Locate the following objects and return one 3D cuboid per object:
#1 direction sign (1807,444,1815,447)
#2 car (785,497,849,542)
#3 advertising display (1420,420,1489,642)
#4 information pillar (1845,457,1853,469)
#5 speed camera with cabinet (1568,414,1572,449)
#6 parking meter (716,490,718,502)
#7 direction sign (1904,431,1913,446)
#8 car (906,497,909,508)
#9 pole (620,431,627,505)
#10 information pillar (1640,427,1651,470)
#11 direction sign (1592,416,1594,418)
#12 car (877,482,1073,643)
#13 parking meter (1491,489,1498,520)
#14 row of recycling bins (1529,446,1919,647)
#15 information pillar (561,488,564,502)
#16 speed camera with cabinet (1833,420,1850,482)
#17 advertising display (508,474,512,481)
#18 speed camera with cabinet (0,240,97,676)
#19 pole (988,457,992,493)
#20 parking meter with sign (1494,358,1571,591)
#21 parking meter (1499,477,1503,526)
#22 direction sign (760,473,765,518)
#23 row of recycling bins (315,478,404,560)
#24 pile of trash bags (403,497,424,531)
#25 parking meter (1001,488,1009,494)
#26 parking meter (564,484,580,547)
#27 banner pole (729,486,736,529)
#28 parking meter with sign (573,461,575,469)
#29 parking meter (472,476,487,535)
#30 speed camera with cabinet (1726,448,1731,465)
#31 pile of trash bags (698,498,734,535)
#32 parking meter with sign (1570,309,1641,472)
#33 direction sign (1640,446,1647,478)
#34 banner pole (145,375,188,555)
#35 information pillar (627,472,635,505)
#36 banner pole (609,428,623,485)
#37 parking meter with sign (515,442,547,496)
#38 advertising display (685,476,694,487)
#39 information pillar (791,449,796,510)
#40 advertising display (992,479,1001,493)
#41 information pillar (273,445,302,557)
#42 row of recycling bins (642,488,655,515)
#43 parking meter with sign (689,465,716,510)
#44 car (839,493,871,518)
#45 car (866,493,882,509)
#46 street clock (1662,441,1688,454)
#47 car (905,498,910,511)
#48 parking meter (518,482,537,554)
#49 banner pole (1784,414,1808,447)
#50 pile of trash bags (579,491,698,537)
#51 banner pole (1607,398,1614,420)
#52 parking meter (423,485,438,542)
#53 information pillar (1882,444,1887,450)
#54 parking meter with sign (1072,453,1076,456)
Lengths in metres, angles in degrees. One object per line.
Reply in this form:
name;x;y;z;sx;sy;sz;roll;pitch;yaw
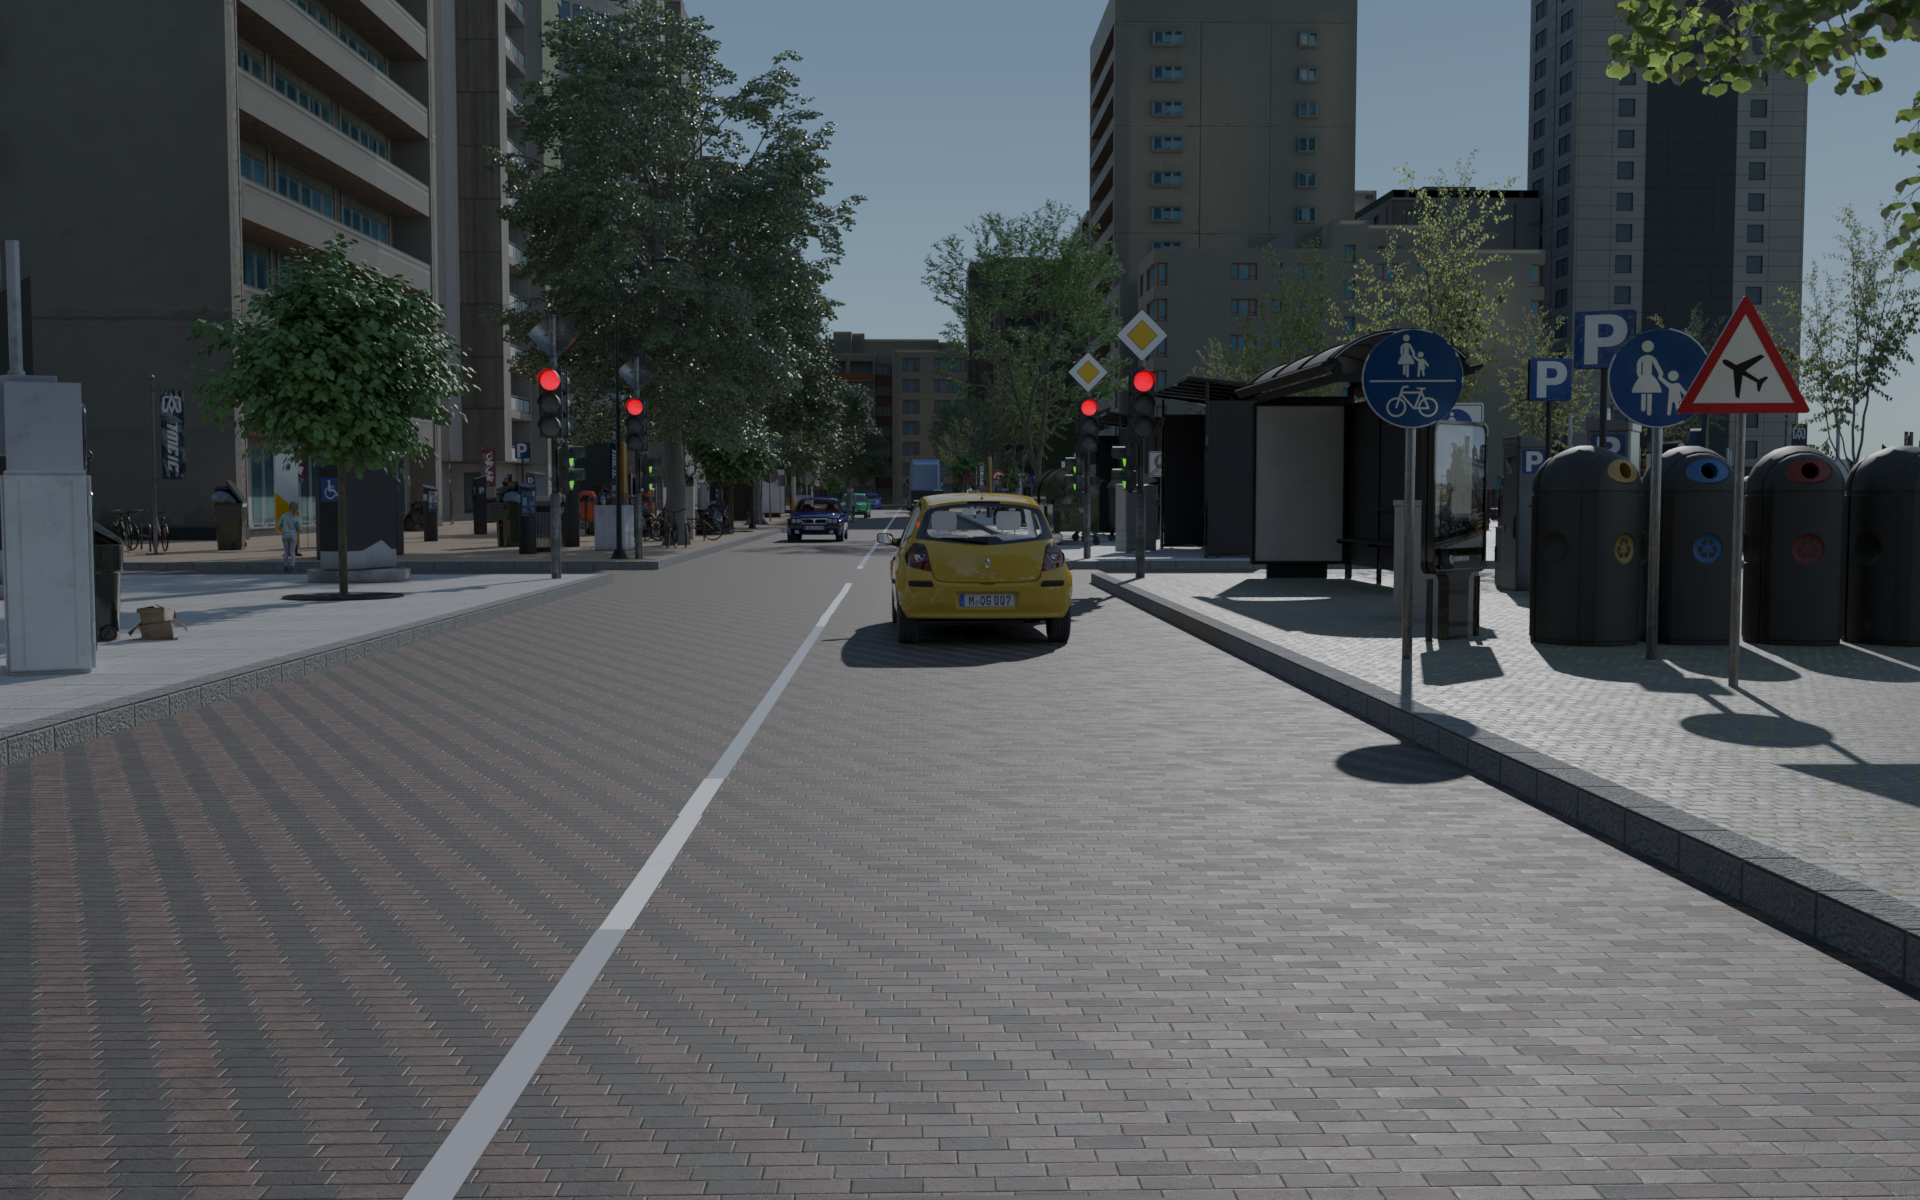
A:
direction sign;38.498;-5.321;78.992;0.876;3.537;0.379;0;4;-3
car;-4.380;-2.503;53.503;1.945;1.354;3.894;0;4;-1
advertising display;4.375;-0.618;15.321;0.123;1.923;0.974;3;5;44
information pillar;54.098;-6.977;105.433;0.504;3.616;0.183;3;4;37
speed camera with cabinet;14.967;-2.921;42.099;0.660;3.252;2.038;1;4;22
parking meter;-13.573;-5.461;97.705;0.372;1.533;0.369;0;3;0
direction sign;34.378;-4.333;62.849;0.876;3.537;0.379;-3;5;-44
car;-4.683;-10.295;180.677;2.083;1.381;4.827;0;4;-3
pole;-10.810;-3.782;55.675;0.158;3.312;0.155;0;3;0
information pillar;14.246;-2.713;35.720;0.183;3.616;0.504;1;4;9
direction sign;18.399;-3.576;50.457;0.379;3.537;0.876;1;4;22
car;0.141;-0.484;18.141;2.015;1.641;3.980;0;4;-3
parking meter;26.545;-4.744;85.967;0.372;1.533;0.369;0;3;0
row of recycling bins;6.717;-0.478;14.934;3.534;1.692;1.069;0;4;1
information pillar;-16.765;-4.232;73.691;0.304;2.012;0.304;1;4;14
speed camera with cabinet;23.857;-3.177;46.278;2.038;3.252;0.660;-1;4;-16
advertising display;-14.359;-3.066;55.340;0.123;1.923;0.974;-1;4;-15
speed camera with cabinet;-6.907;-1.147;13.084;0.660;3.252;2.038;-2;4;-28
pole;1.633;-6.153;94.443;0.158;3.312;0.155;0;3;0
parking meter with sign;7.580;-1.645;23.150;0.543;3.016;1.738;0;3;0
parking meter;15.871;-2.722;50.218;0.399;1.863;0.255;0;4;-4
direction sign;-10.468;-6.077;91.356;0.379;3.537;0.876;-2;4;-26
row of recycling bins;-12.173;-1.711;35.090;1.069;1.692;3.534;0;4;-1
pile of trash bags;-19.315;-3.049;59.596;1.912;1.369;3.447;0;4;0
parking meter;1.988;-4.152;76.298;0.372;1.533;0.369;0;3;0
parking meter;-9.390;-2.048;41.892;0.372;1.533;0.369;0;3;0
banner pole;-8.558;-4.554;64.471;0.401;3.779;0.863;0;4;-8
parking meter with sign;-20.372;-5.715;89.696;0.543;3.016;1.738;0;4;4
parking meter;-15.217;-3.006;54.862;0.399;1.863;0.255;-3;5;-41
speed camera with cabinet;35.548;-5.233;79.895;0.660;3.252;2.038;3;5;44
pile of trash bags;-8.891;-2.792;55.394;3.447;1.369;1.912;2;4;24
parking meter with sign;6.534;-1.285;17.268;0.543;3.016;1.738;2;4;29
direction sign;32.502;-5.484;81.657;0.876;3.537;0.379;2;4;35
banner pole;-16.742;-2.842;36.491;0.863;3.779;0.401;-2;4;-31
information pillar;-10.746;-3.216;57.073;0.304;2.012;0.304;-2;4;-34
banner pole;-11.468;-4.166;58.128;0.401;3.779;0.863;3;4;37
parking meter with sign;-14.462;-3.851;59.224;0.543;3.016;1.738;1;4;20
advertising display;-10.055;-3.496;62.376;0.974;1.923;0.123;-2;4;-31
information pillar;-7.916;-5.569;82.399;0.183;3.616;0.504;-1;4;-21
advertising display;1.549;-4.153;73.119;0.123;1.923;0.974;-1;4;-15
information pillar;-13.817;-2.702;35.528;0.504;3.616;0.183;-3;5;-44
row of recycling bins;-19.317;-6.041;105.891;1.069;1.692;3.534;0;4;6
parking meter with sign;-15.724;-6.727;106.253;1.738;3.016;0.543;-3;5;-45
car;-6.306;-5.809;103.766;1.959;1.807;4.718;0;3;0
car;-8.388;-9.482;164.615;1.945;1.707;3.694;0;3;0
street clock;9.870;-1.186;23.954;0.471;2.002;0.358;-3;5;-41
car;-3.705;-8.502;150.802;2.131;1.459;4.920;0;4;-2
parking meter;-9.241;-1.748;36.996;0.372;1.533;0.369;0;3;0
banner pole;26.044;-3.923;54.163;0.863;3.779;0.401;1;4;10
pile of trash bags;-9.853;-2.603;52.308;3.447;1.369;1.912;0;4;0
banner pole;16.685;-3.334;44.529;0.401;3.779;0.863;2;4;31
parking meter;-14.336;-2.354;46.902;0.372;1.533;0.369;0;3;0
information pillar;43.124;-5.463;80.670;0.183;3.616;0.504;-2;4;-34
parking meter with sign;5.656;-4.725;73.520;1.738;3.016;0.543;1;4;10
